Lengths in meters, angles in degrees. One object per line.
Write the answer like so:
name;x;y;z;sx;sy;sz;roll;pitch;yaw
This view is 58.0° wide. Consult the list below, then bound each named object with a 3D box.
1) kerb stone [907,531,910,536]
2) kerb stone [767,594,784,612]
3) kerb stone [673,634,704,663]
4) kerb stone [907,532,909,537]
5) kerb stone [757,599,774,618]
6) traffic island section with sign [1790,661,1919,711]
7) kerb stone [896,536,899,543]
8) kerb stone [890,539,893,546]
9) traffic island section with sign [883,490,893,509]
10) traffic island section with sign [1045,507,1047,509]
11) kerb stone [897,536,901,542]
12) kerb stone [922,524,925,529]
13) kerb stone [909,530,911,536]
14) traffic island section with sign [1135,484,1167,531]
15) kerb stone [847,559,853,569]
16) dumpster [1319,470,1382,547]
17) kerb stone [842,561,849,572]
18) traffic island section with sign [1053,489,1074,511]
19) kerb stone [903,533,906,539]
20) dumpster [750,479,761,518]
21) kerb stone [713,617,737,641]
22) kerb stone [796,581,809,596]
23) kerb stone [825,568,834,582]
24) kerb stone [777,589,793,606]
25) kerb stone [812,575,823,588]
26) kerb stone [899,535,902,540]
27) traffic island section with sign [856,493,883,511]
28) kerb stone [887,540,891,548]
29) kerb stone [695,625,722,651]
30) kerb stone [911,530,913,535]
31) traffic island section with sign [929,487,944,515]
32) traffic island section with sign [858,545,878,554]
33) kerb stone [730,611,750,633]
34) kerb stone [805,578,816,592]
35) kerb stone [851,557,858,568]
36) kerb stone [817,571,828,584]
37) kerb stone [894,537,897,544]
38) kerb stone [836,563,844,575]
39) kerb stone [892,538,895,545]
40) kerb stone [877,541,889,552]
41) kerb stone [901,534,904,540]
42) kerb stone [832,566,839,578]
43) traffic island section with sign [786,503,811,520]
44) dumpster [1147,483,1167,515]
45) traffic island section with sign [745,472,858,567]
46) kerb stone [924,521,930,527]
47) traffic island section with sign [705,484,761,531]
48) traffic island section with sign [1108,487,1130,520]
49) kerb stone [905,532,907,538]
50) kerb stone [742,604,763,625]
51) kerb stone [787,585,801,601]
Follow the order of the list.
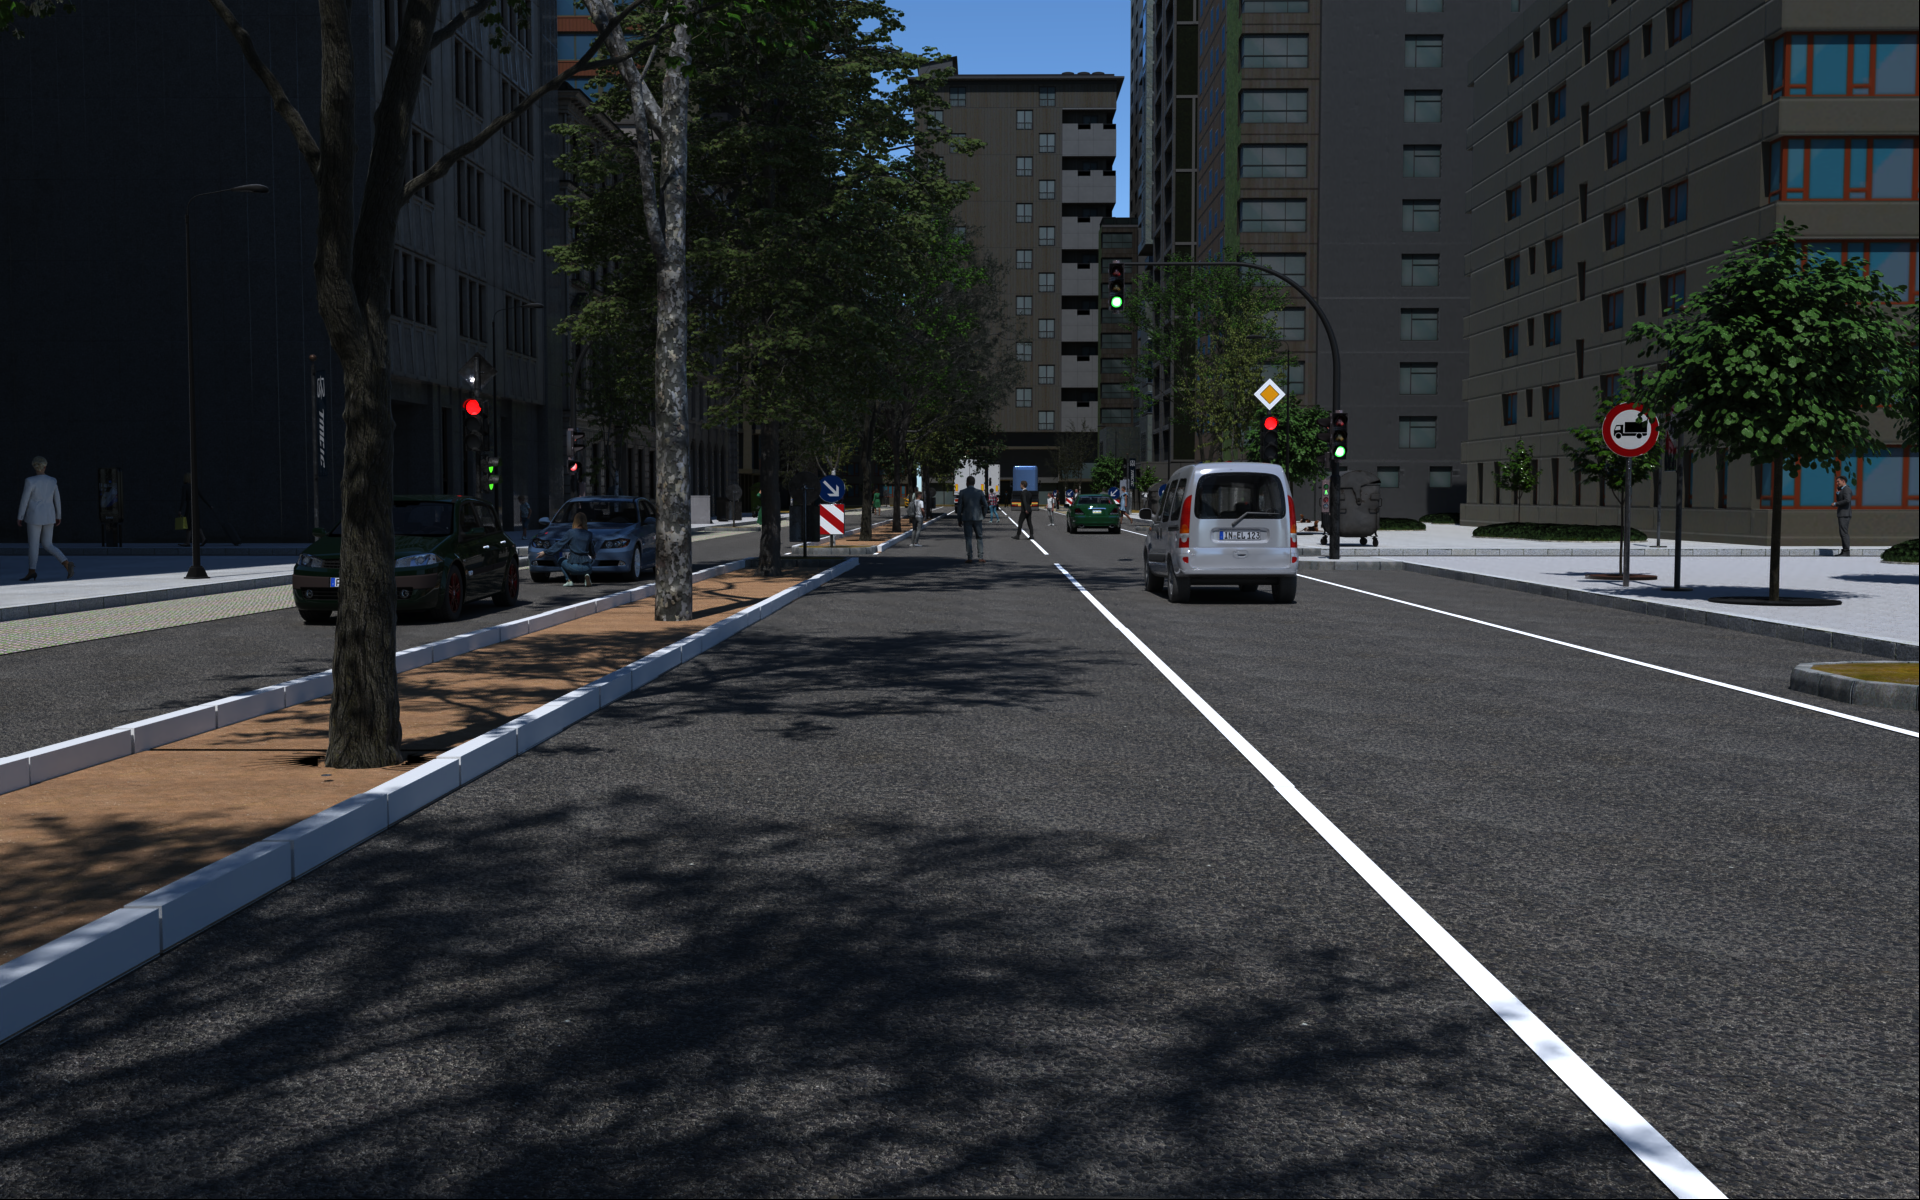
kerb stone;-1.801;-2.109;56.686;0.120;0.150;1.000;0;4;1
kerb stone;-2.307;0.057;21.258;0.120;0.150;1.000;0;4;1
kerb stone;-2.399;0.433;15.119;0.120;0.150;1.000;0;4;1
kerb stone;-1.812;-2.047;55.664;0.120;0.150;1.000;0;4;1
kerb stone;-2.322;0.120;20.233;0.120;0.150;1.000;0;4;1
traffic island section with sign;7.074;-0.219;12.206;1.989;1.847;2.006;0;4;1
kerb stone;-1.904;-1.669;49.491;0.120;0.150;1.000;0;4;1
kerb stone;-1.945;-1.480;46.401;0.120;0.150;1.000;0;4;1
traffic island section with sign;-7.238;-9.961;171.490;1.989;1.847;2.006;0;4;1
traffic island section with sign;9.377;-9.956;171.408;1.989;1.847;2.006;0;4;1
kerb stone;-1.892;-1.729;50.519;0.120;0.150;1.000;0;4;1
kerb stone;-1.607;-2.925;70.023;0.120;0.150;1.000;0;4;1
kerb stone;-1.785;-2.172;57.715;0.120;0.150;1.000;0;4;1
traffic island section with sign;7.883;-3.604;67.557;1.989;1.847;2.006;0;4;1
kerb stone;-2.148;-0.631;32.516;0.120;0.150;1.000;0;4;1
dumpster;9.647;-2.264;42.773;1.264;1.857;1.865;0;4;1
kerb stone;-2.166;-0.569;31.494;0.120;0.150;1.000;0;4;1
traffic island section with sign;8.991;-8.284;144.069;1.989;1.847;2.006;0;4;1
kerb stone;-1.839;-1.921;53.610;0.120;0.150;1.000;0;4;1
dumpster;-10.756;-5.652;94.907;1.502;2.255;1.985;0;4;1
kerb stone;-2.370;0.308;17.163;0.120;0.150;1.000;0;4;1
kerb stone;-2.268;-0.128;24.325;0.120;0.150;1.000;0;4;1
kerb stone;-2.213;-0.381;28.419;0.120;0.150;1.000;0;4;1
kerb stone;-2.298;-0.005;22.280;0.120;0.150;1.000;0;4;1
kerb stone;-2.236;-0.247;26.376;0.120;0.150;1.000;0;4;1
kerb stone;-1.878;-1.795;51.543;0.120;0.150;1.000;0;4;1
traffic island section with sign;-7.632;-8.287;144.116;1.989;1.847;2.006;0;4;1
kerb stone;-1.966;-1.417;45.371;0.120;0.150;1.000;0;4;1
kerb stone;-2.383;0.374;16.141;0.120;0.150;1.000;0;4;1
kerb stone;-1.768;-2.236;58.746;0.120;0.150;1.000;0;4;1
traffic island section with sign;-1.970;-6.662;117.067;2.006;1.907;1.989;0;4;1
traffic island section with sign;-3.047;-2.067;41.936;2.006;1.907;1.989;0;4;1
kerb stone;-2.358;0.249;18.185;0.120;0.150;1.000;0;4;1
kerb stone;-2.251;-0.193;25.351;0.120;0.150;1.000;0;4;1
kerb stone;-2.130;-0.691;33.540;0.120;0.150;1.000;0;4;1
kerb stone;-2.230;-0.315;27.398;0.120;0.150;1.000;0;4;1
kerb stone;-1.920;-1.607;48.463;0.120;0.150;1.000;0;4;1
kerb stone;-2.180;-0.506;30.472;0.120;0.150;1.000;0;4;1
kerb stone;-1.933;-1.543;47.428;0.120;0.150;1.000;0;4;1
kerb stone;-1.980;-1.355;44.343;0.120;0.150;1.000;0;4;1
kerb stone;-1.861;-1.858;52.577;0.120;0.150;1.000;0;4;1
kerb stone;-2.195;-0.444;29.449;0.120;0.150;1.000;0;4;1
traffic island section with sign;-8.362;-5.236;94.239;1.989;1.847;2.006;0;4;1
dumpster;10.203;-5.029;87.989;1.264;1.857;1.865;0;4;1
traffic island section with sign;-3.164;-1.614;34.530;2.006;1.907;1.989;0;4;1
kerb stone;-1.505;-3.364;77.190;0.120;0.150;1.000;0;4;1
traffic island section with sign;-8.748;-3.568;66.969;1.989;1.847;2.006;0;4;1
traffic island section with sign;8.273;-5.275;94.867;1.989;1.847;2.006;0;4;1
kerb stone;-1.826;-1.980;54.634;0.120;0.150;1.000;0;4;1
kerb stone;-2.342;0.183;19.207;0.120;0.150;1.000;0;4;1
kerb stone;-2.288;-0.068;23.302;0.120;0.150;1.000;0;4;1
